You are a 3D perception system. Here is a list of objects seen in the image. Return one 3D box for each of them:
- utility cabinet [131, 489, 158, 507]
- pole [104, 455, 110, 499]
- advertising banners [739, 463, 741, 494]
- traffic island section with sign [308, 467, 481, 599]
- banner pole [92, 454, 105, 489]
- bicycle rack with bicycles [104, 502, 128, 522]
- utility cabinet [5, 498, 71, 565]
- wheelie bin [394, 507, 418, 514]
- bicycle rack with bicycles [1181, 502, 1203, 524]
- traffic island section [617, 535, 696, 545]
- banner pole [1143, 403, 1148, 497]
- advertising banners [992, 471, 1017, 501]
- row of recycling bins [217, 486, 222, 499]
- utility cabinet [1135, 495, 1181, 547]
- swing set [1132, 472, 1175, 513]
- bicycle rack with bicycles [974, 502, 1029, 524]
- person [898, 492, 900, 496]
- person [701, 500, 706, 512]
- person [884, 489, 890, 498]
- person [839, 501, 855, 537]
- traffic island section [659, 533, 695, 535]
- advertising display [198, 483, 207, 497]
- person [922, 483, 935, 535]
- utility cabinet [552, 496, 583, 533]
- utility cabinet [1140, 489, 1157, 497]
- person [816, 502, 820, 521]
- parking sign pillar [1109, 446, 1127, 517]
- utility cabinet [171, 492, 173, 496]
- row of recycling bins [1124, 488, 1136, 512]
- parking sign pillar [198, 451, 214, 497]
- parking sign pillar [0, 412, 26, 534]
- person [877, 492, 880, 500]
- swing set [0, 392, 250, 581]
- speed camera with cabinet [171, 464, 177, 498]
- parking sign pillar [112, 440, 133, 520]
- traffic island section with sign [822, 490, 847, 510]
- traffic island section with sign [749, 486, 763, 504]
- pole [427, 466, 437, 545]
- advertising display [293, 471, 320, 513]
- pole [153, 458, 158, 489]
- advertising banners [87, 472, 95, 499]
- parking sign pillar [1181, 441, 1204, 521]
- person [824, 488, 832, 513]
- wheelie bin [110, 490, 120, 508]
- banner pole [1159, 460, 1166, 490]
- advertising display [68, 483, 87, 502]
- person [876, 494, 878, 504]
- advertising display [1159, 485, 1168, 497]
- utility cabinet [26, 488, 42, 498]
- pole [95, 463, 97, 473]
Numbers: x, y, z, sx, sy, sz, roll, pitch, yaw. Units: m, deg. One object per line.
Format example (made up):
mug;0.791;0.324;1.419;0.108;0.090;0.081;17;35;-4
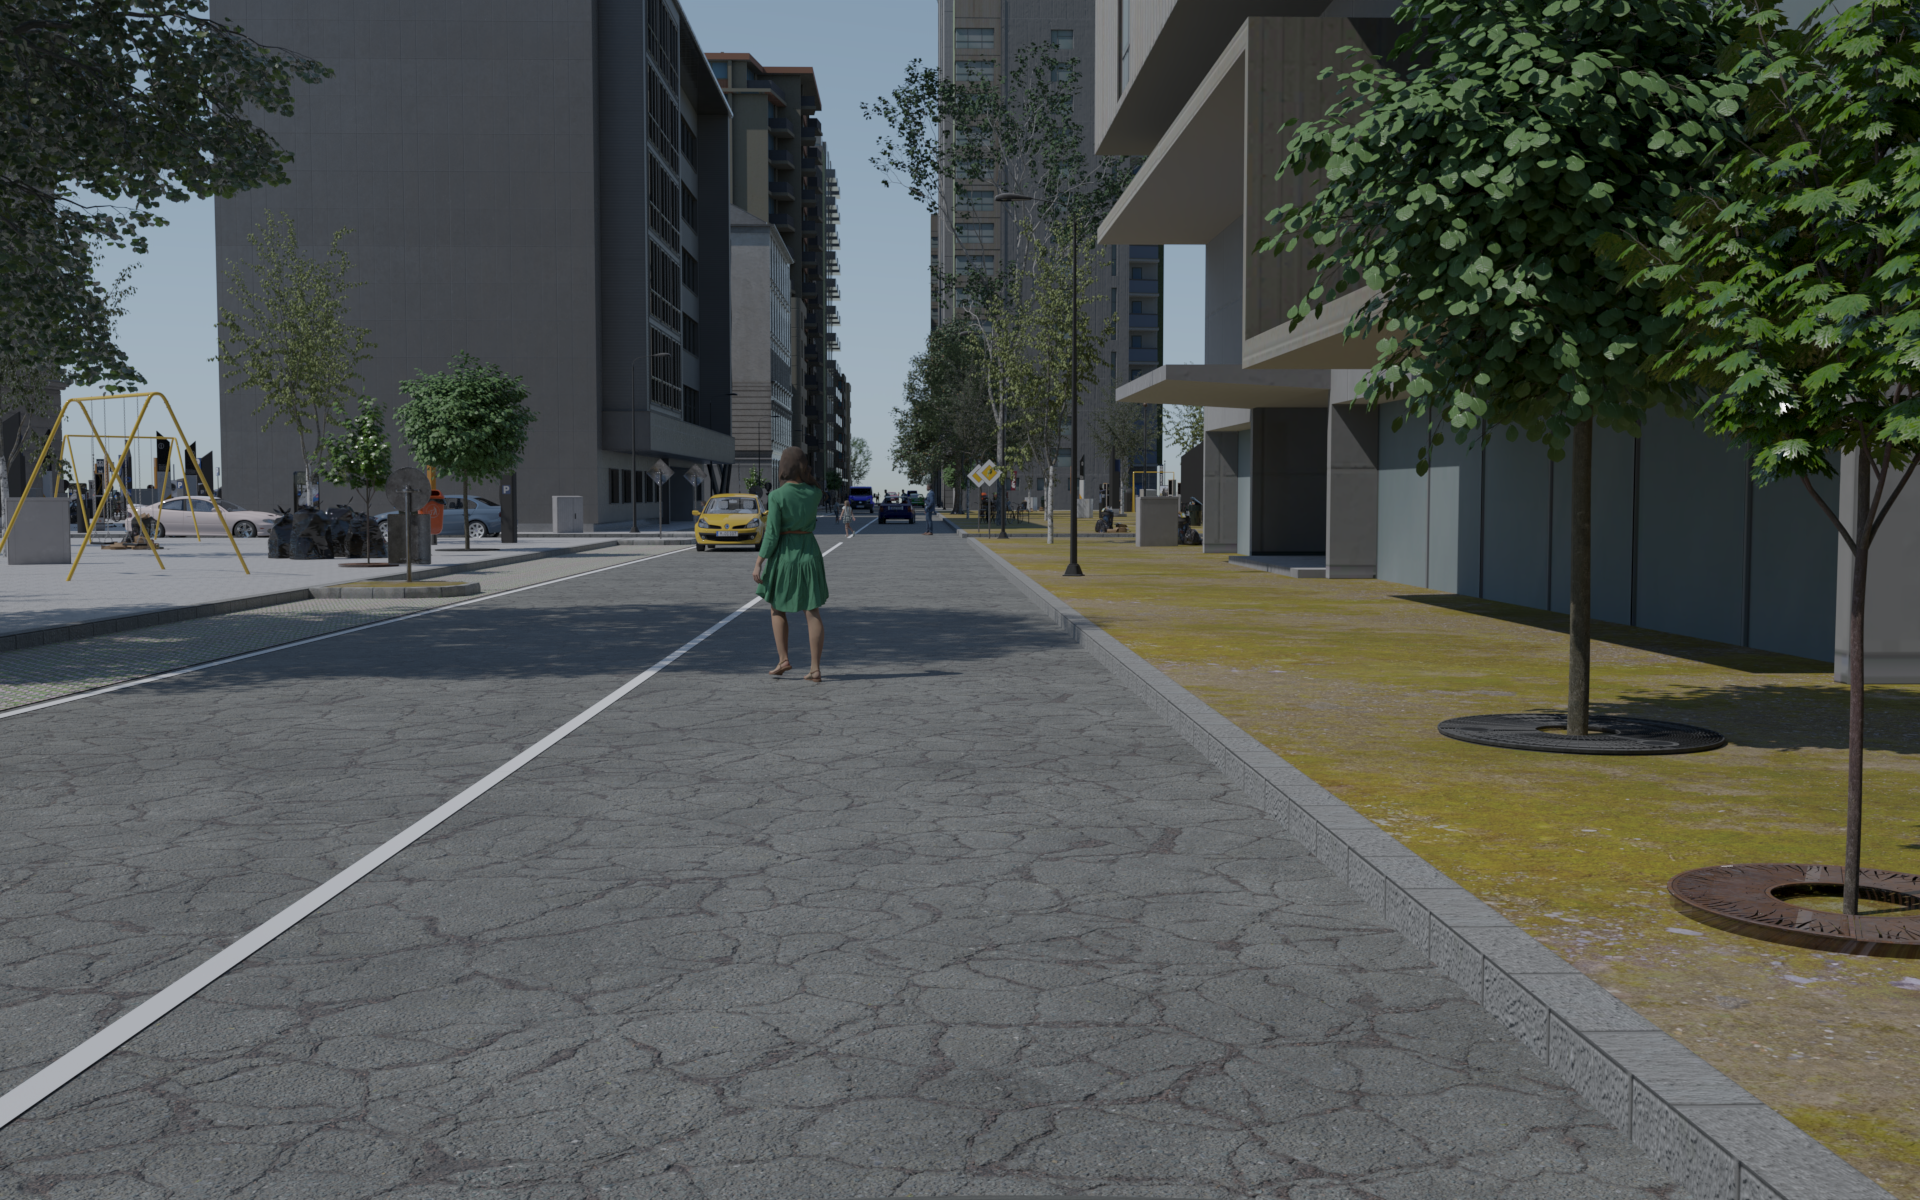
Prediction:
utility cabinet;-32.410;-3.699;69.155;1.173;1.500;0.318;0;4;-3
pole;-45.036;-5.971;91.465;0.158;3.312;0.155;0;3;0
advertising banners;-11.046;-5.544;86.826;0.090;3.025;2.074;0;4;-8
traffic island section with sign;-7.904;-0.970;24.489;1.989;1.847;2.006;0;4;-2
banner pole;-53.775;-7.219;108.053;0.863;3.779;0.401;-1;4;-9
bicycle rack with bicycles;-38.065;-4.038;79.403;2.852;0.926;2.925;1;4;21
utility cabinet;-16.829;-1.252;31.624;1.020;1.237;0.306;-2;4;-32
wheelie bin;-15.441;-2.494;48.685;0.980;1.594;0.693;-1;4;-19
bicycle rack with bicycles;9.477;-3.828;75.971;2.852;0.926;2.925;0;4;5
traffic island section;-8.573;-1.664;49.492;2.009;0.180;2.903;0;4;-2
banner pole;5.082;-3.522;47.597;0.401;3.779;0.863;0;4;6
advertising banners;3.382;-8.254;131.142;2.074;3.025;0.090;2;4;26
row of recycling bins;-34.281;-4.689;83.775;3.534;1.692;1.069;1;4;8
utility cabinet;4.824;-1.912;42.422;1.020;1.237;0.306;-1;4;-17
swing set;13.484;-7.591;121.731;3.119;2.851;2.862;0;4;3
bicycle rack with bicycles;1.740;-3.781;75.205;2.852;0.926;2.925;1;4;18
person;-9.607;-15.865;268.614;0.721;1.743;1.217;0;4;7
person;-8.856;-2.868;60.408;0.382;1.210;0.505;-2;4;-27
person;-5.390;-7.255;127.472;0.721;1.781;0.623;-2;4;-24
person;-3.785;-2.727;58.096;0.505;1.210;0.382;-2;4;-35
traffic island section;-8.789;-2.153;57.475;2.009;0.180;2.903;0;4;-2
advertising display;-43.495;-5.712;98.604;0.123;1.923;0.974;2;4;34
person;-1.064;-3.156;60.278;0.419;1.800;0.721;-1;4;-13
utility cabinet;-12.932;-2.813;57.150;0.306;1.237;1.020;3;5;42
utility cabinet;8.811;-4.418;80.912;0.318;1.500;1.173;2;4;34
person;-7.426;-4.828;87.556;0.853;1.813;0.709;3;5;40
parking sign pillar;8.660;-6.647;97.144;1.447;3.967;1.447;0;4;-3
utility cabinet;-49.991;-6.107;108.523;1.173;1.500;0.318;-3;4;-36
row of recycling bins;12.201;-7.226;125.252;1.069;1.692;3.534;0;4;2
parking sign pillar;-46.753;-7.238;106.810;1.447;3.967;1.447;3;4;37
parking sign pillar;-31.353;-4.172;56.690;1.447;3.967;1.447;-1;4;-8
person;-13.078;-16.326;276.145;0.721;1.735;1.217;3;5;40
swing set;-13.254;-1.817;27.331;3.119;2.851;2.862;3;5;39
speed camera with cabinet;-52.542;-7.325;114.095;2.038;3.252;0.660;0;4;-5
parking sign pillar;-40.984;-5.911;85.113;1.447;3.967;1.447;-2;4;-33
traffic island section with sign;-11.506;-9.086;157.188;1.989;1.847;2.006;0;4;-2
traffic island section with sign;-9.425;-4.388;80.371;1.989;1.847;2.006;0;4;-2
pole;-13.258;-3.034;43.452;0.158;3.312;0.155;0;3;0
advertising display;-18.519;-2.685;49.114;0.123;1.923;0.974;1;4;18
pole;-44.922;-6.297;96.806;0.158;3.312;0.155;0;3;0
advertising banners;-64.798;-8.092;128.498;2.074;3.025;0.090;-3;5;-44
parking sign pillar;11.360;-5.833;83.844;1.447;3.967;1.447;1;4;22
person;-9.989;-7.513;130.697;0.648;1.900;0.474;1;4;9
wheelie bin;-61.715;-7.256;126.551;0.980;1.594;0.693;3;5;39
banner pole;15.071;-8.485;128.748;0.401;3.779;0.863;-2;4;-32
advertising display;-50.851;-5.789;99.864;0.974;1.923;0.123;-1;4;-12
person;-11.747;-14.166;243.375;0.557;1.426;1.065;1;4;22
advertising display;14.724;-7.310;124.727;0.123;1.923;0.974;-2;4;-34
utility cabinet;-33.849;-3.308;62.769;1.173;1.500;0.318;1;4;16
pole;-57.365;-7.418;115.126;0.158;3.312;0.155;0;3;0
